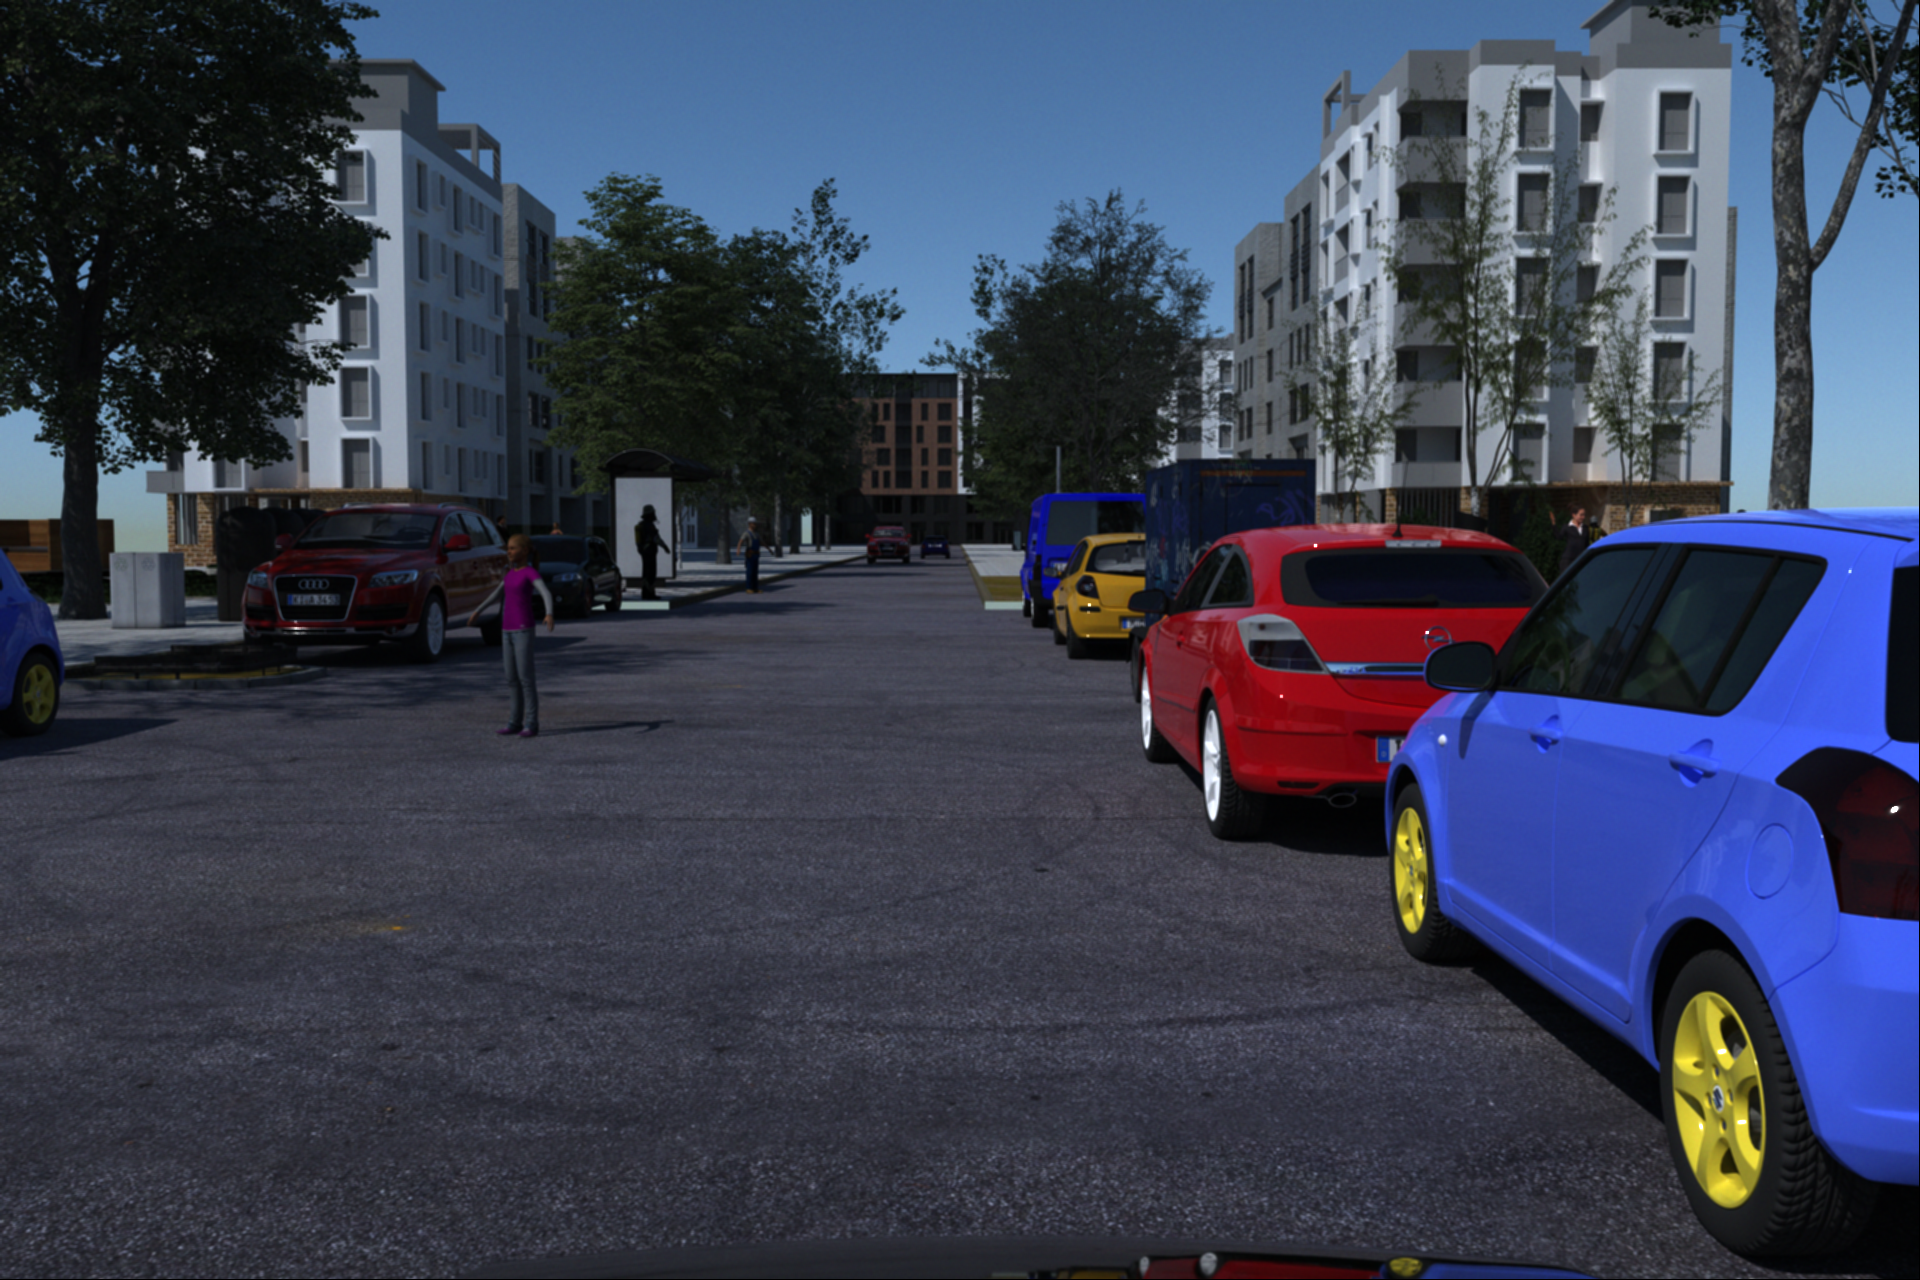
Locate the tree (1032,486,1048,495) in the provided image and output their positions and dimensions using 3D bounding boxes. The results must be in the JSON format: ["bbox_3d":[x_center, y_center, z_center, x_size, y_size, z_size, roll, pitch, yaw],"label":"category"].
[{"bbox_3d":[4.492,-9.196,100.715,4.360,8.622,3.978,0,3,0],"label":"tree"}]

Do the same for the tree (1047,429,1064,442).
[{"bbox_3d":[5.516,-9.571,106.851,4.737,8.622,4.395,0,3,0],"label":"tree"}]

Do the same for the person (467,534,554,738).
[{"bbox_3d":[-3.162,-0.032,12.240,0.991,1.433,0.599,3,5,41],"label":"person"}]

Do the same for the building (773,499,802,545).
[{"bbox_3d":[-28.621,-20.594,203.170,16.747,18.905,31.486,0,4,1],"label":"building"}]

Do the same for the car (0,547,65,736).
[{"bbox_3d":[-7.378,-0.088,11.031,1.945,1.707,3.694,0,3,0],"label":"car"}]

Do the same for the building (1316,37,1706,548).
[{"bbox_3d":[20.303,-13.201,72.248,16.016,20.090,11.380,0,3,0],"label":"building"}]

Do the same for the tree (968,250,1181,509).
[{"bbox_3d":[5.378,-10.475,77.921,9.857,13.997,8.962,0,3,0],"label":"tree"}]

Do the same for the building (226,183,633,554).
[{"bbox_3d":[-30.732,-14.489,103.358,16.747,18.905,31.486,0,4,0],"label":"building"}]

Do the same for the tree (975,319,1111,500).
[{"bbox_3d":[4.659,-10.551,90.637,7.486,12.596,7.792,0,3,0],"label":"tree"}]

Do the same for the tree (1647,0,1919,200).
[{"bbox_3d":[22.157,-11.229,39.479,12.611,20.169,13.585,0,3,0],"label":"tree"}]

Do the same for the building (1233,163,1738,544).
[{"bbox_3d":[25.379,-13.760,91.441,16.747,18.905,31.486,0,4,0],"label":"building"}]

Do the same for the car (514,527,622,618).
[{"bbox_3d":[-7.173,-1.281,30.732,2.009,1.686,4.222,0,4,0],"label":"car"}]

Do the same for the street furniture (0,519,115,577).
[{"bbox_3d":[-28.609,-2.829,53.109,11.010,1.723,9.812,3,4,38],"label":"street furniture"}]

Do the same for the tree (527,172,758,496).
[{"bbox_3d":[-10.067,-8.385,55.220,7.486,12.596,7.792,0,3,0],"label":"tree"}]

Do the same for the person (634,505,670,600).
[{"bbox_3d":[-6.070,-1.723,33.950,0.705,1.856,1.354,-2,4,-35],"label":"person"}]

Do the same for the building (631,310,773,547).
[{"bbox_3d":[-29.546,-21.193,177.435,19.493,23.208,18.063,0,4,0],"label":"building"}]

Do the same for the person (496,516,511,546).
[{"bbox_3d":[-13.223,-2.682,50.030,0.705,1.806,1.347,1,4,19],"label":"person"}]

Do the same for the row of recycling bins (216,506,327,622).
[{"bbox_3d":[-10.501,-1.215,26.986,1.069,1.692,3.534,0,4,0],"label":"row of recycling bins"}]

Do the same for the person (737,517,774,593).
[{"bbox_3d":[-5.001,-2.054,41.904,0.705,1.847,1.347,2,4,33],"label":"person"}]

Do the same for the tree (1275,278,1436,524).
[{"bbox_3d":[10.896,-6.132,50.625,4.360,8.622,3.978,0,3,0],"label":"tree"}]

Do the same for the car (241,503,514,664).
[{"bbox_3d":[-6.824,-0.745,20.855,2.281,1.827,5.304,0,3,0],"label":"car"}]

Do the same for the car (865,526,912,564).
[{"bbox_3d":[-3.506,-4.702,85.558,2.281,1.827,5.304,0,4,-1],"label":"car"}]

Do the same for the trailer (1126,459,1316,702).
[{"bbox_3d":[2.184,-0.493,15.113,1.471,1.999,3.904,0,4,-1],"label":"trailer"}]

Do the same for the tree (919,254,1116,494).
[{"bbox_3d":[3.896,-16.058,118.440,12.611,20.169,13.585,0,3,0],"label":"tree"}]

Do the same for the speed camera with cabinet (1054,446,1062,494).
[{"bbox_3d":[2.436,-2.695,38.407,0.660,3.252,2.038,0,4,-2],"label":"speed camera with cabinet"}]

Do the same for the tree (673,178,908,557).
[{"bbox_3d":[-9.322,-14.509,93.110,12.611,20.169,13.585,0,3,0],"label":"tree"}]

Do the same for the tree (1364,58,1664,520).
[{"bbox_3d":[8.097,-4.729,27.684,4.360,8.622,3.978,0,3,0],"label":"tree"}]

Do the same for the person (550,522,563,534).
[{"bbox_3d":[-15.614,-3.666,66.735,1.217,1.733,0.721,2,4,29],"label":"person"}]

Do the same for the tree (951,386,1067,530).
[{"bbox_3d":[4.432,-14.194,138.731,9.857,13.997,8.962,0,3,0],"label":"tree"}]

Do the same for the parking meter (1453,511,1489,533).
[{"bbox_3d":[5.550,-0.638,18.844,0.372,1.533,0.369,0,3,0],"label":"parking meter"}]

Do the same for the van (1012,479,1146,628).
[{"bbox_3d":[2.021,-1.453,28.147,2.240,2.365,5.245,0,4,0],"label":"van"}]

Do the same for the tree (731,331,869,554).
[{"bbox_3d":[-10.553,-12.467,110.497,9.857,13.997,8.962,0,3,0],"label":"tree"}]

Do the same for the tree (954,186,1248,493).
[{"bbox_3d":[4.919,-9.270,61.941,12.009,13.543,11.850,0,3,0],"label":"tree"}]

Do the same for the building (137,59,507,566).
[{"bbox_3d":[-26.825,-13.089,70.429,16.016,20.090,11.380,0,4,0],"label":"building"}]

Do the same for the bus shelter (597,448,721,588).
[{"bbox_3d":[-7.478,-3.041,43.648,2.014,3.302,5.546,0,4,2],"label":"bus shelter"}]

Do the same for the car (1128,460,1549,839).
[{"bbox_3d":[2.058,-0.036,9.628,2.155,1.783,4.494,0,4,0],"label":"car"}]

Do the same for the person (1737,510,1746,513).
[{"bbox_3d":[14.556,-1.568,32.446,1.217,1.737,0.721,-1,4,-13],"label":"person"}]

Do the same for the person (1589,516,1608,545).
[{"bbox_3d":[20.085,-3.009,54.965,1.354,1.858,0.705,0,4,-2],"label":"person"}]

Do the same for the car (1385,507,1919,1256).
[{"bbox_3d":[2.344,0.297,4.743,1.945,1.707,3.694,0,3,0],"label":"car"}]

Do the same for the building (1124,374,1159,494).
[{"bbox_3d":[22.372,-19.911,181.963,16.016,20.090,11.380,0,4,0],"label":"building"}]

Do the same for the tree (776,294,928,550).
[{"bbox_3d":[-9.449,-17.160,136.448,12.611,20.169,13.585,0,3,0],"label":"tree"}]

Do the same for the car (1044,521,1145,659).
[{"bbox_3d":[2.065,-0.676,21.274,2.015,1.641,3.980,0,4,0],"label":"car"}]

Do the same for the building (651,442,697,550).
[{"bbox_3d":[-27.658,-12.902,153.103,9.099,9.664,28.070,0,4,0],"label":"building"}]

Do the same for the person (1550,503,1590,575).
[{"bbox_3d":[8.623,-1.074,24.410,0.742,1.727,0.445,-3,5,-43],"label":"person"}]

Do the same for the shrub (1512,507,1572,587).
[{"bbox_3d":[13.666,-2.194,40.289,1.690,2.028,1.600,0,3,0],"label":"shrub"}]

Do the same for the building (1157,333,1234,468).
[{"bbox_3d":[23.849,-18.787,163.581,16.016,20.090,11.380,0,4,0],"label":"building"}]

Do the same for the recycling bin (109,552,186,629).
[{"bbox_3d":[-11.110,-0.682,23.700,0.722,1.027,0.722,0,4,0],"label":"recycling bin"}]

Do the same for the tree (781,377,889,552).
[{"bbox_3d":[-10.168,-13.028,123.375,12.009,13.543,11.850,0,3,0],"label":"tree"}]

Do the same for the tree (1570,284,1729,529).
[{"bbox_3d":[19.783,-6.183,51.450,4.360,8.622,3.978,0,3,0],"label":"tree"}]

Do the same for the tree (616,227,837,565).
[{"bbox_3d":[-10.064,-10.160,72.777,9.857,13.997,8.962,0,3,0],"label":"tree"}]

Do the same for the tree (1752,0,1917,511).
[{"bbox_3d":[7.919,-9.793,16.007,12.611,20.169,13.585,0,3,0],"label":"tree"}]

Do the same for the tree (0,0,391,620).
[{"bbox_3d":[-13.269,-7.300,26.004,9.857,13.997,8.962,0,3,0],"label":"tree"}]

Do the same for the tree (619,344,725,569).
[{"bbox_3d":[-10.229,-6.910,63.339,4.360,8.622,3.978,0,3,0],"label":"tree"}]

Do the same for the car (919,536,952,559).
[{"bbox_3d":[-1.440,-5.402,100.899,1.945,1.354,3.894,0,4,-1],"label":"car"}]

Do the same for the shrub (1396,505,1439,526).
[{"bbox_3d":[11.784,-2.487,44.696,1.661,2.075,1.752,0,3,0],"label":"shrub"}]

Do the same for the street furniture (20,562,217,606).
[{"bbox_3d":[-16.188,-1.261,36.249,5.734,0.657,10.072,1,4,23],"label":"street furniture"}]

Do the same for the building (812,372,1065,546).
[{"bbox_3d":[-2.561,-23.415,229.264,32.646,21.610,27.936,0,4,0],"label":"building"}]

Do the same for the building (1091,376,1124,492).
[{"bbox_3d":[22.982,-20.498,201.598,16.747,18.905,31.486,0,4,0],"label":"building"}]

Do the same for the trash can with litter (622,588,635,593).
[{"bbox_3d":[-7.862,-1.663,38.250,1.678,1.210,2.233,0,4,0],"label":"trash can with litter"}]

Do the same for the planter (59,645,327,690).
[{"bbox_3d":[-7.349,0.259,16.902,1.991,0.319,1.994,0,4,0],"label":"planter"}]
